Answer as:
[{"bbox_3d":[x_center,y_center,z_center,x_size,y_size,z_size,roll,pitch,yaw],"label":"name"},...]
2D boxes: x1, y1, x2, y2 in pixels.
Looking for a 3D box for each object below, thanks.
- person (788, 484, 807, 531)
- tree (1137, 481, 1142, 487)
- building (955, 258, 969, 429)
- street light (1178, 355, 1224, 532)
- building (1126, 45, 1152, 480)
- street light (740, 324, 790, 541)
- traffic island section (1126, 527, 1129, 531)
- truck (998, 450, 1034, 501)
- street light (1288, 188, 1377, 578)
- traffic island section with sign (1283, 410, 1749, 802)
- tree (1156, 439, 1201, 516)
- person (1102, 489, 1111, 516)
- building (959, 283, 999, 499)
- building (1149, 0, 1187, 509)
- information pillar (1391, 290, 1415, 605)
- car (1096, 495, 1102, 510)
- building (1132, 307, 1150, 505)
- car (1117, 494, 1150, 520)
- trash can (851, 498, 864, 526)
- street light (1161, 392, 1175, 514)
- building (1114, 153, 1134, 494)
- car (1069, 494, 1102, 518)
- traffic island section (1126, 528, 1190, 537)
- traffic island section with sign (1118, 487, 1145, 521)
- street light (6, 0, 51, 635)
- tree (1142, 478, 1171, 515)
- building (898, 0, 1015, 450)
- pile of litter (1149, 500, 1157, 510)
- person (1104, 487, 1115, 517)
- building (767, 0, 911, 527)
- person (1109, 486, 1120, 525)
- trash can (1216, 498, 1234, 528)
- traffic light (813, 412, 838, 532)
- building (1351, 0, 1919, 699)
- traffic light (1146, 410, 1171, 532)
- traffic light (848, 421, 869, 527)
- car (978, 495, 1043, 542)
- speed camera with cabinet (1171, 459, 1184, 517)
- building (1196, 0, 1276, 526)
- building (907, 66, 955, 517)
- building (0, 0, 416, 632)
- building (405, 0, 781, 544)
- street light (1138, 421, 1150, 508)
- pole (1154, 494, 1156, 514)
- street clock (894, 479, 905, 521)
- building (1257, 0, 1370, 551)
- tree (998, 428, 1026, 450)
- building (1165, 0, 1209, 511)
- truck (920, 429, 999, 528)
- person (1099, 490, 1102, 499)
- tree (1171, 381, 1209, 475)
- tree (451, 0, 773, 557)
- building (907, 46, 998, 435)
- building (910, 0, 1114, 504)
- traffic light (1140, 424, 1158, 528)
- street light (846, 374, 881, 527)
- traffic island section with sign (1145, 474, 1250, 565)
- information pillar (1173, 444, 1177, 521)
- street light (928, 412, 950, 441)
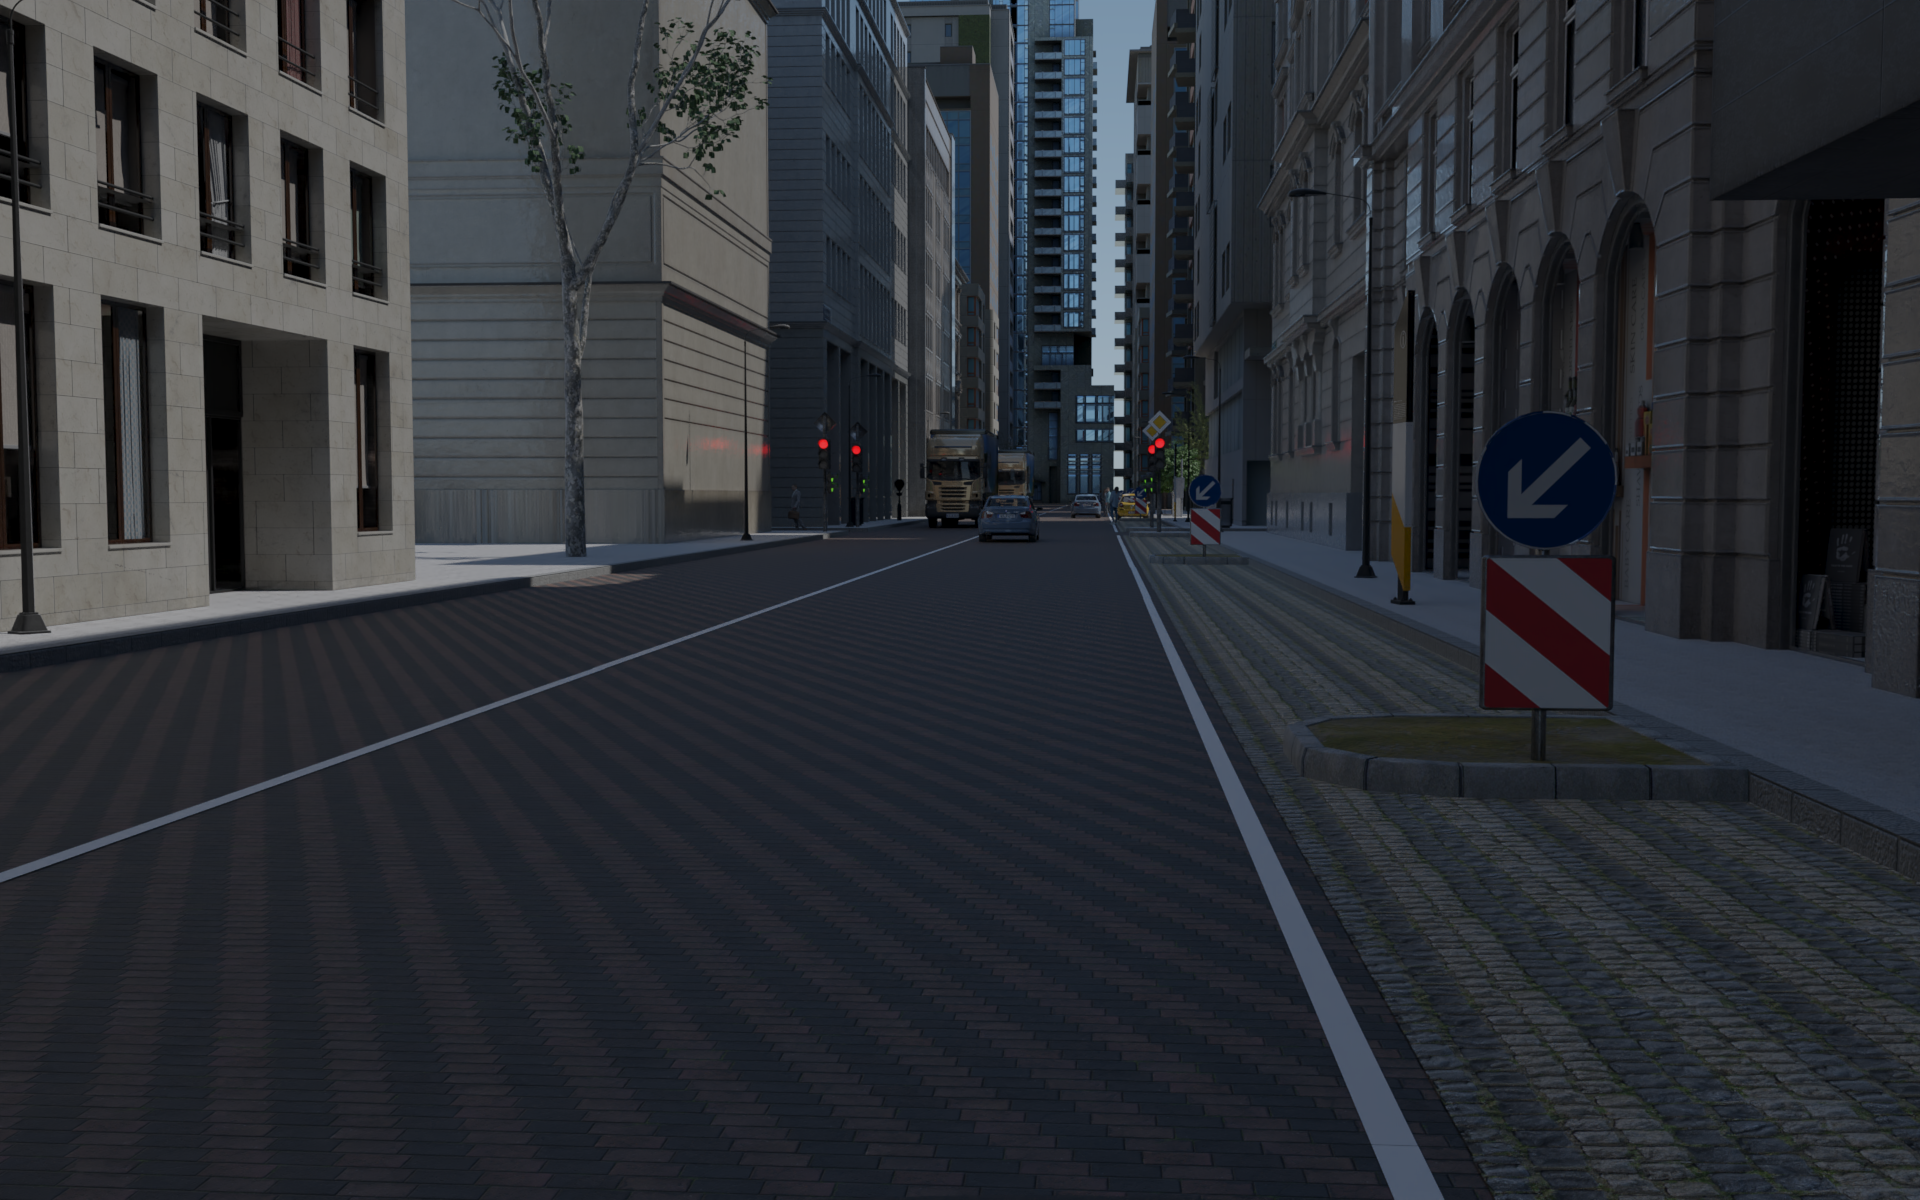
[{"bbox_3d":[-6.117,-3.417,64.490,0.853,1.813,0.709,-2,4,-33],"label":"person"},{"bbox_3d":[15.825,-9.186,144.790,1.663,3.219,1.824,0,3,0],"label":"tree"},{"bbox_3d":[-5.866,-17.793,127.080,11.583,22.565,21.152,0,4,5],"label":"building"},{"bbox_3d":[8.158,-5.233,58.095,1.470,5.913,1.316,0,4,5],"label":"street light"},{"bbox_3d":[33.781,-37.435,201.305,28.713,52.752,27.495,0,4,5],"label":"building"},{"bbox_3d":[-5.357,-4.592,47.617,1.470,5.913,1.316,0,4,5],"label":"street light"},{"bbox_3d":[7.362,-2.692,66.296,2.009,0.180,2.903,0,4,5],"label":"traffic island section"},{"bbox_3d":[3.309,-7.527,111.975,2.839,4.237,11.283,0,4,5],"label":"truck"},{"bbox_3d":[5.688,-3.297,26.448,1.470,5.913,1.316,0,4,5],"label":"street light"},{"bbox_3d":[2.745,-0.025,9.031,1.989,1.847,2.006,0,4,5],"label":"traffic island section with sign"},{"bbox_3d":[12.848,-7.299,103.049,4.285,4.588,4.351,0,3,0],"label":"tree"},{"bbox_3d":[9.603,-6.423,113.785,0.520,1.790,0.573,-1,4,-21],"label":"person"},{"bbox_3d":[-11.120,-19.131,157.837,27.650,21.520,28.899,0,4,5],"label":"building"},{"bbox_3d":[23.845,-30.702,152.082,14.600,45.320,14.200,0,4,5],"label":"building"},{"bbox_3d":[5.158,-1.762,20.166,0.183,3.616,0.504,0,4,-4],"label":"information pillar"},{"bbox_3d":[11.726,-8.613,153.404,1.945,1.354,3.894,0,4,5],"label":"car"},{"bbox_3d":[31.512,-20.106,173.772,27.650,21.520,28.899,0,4,5],"label":"building"},{"bbox_3d":[9.524,-5.233,95.788,2.015,1.641,3.980,0,4,4],"label":"car"},{"bbox_3d":[-4.221,-3.590,70.356,0.748,1.137,0.748,0,3,0],"label":"trash can"},{"bbox_3d":[9.881,-6.507,78.927,1.470,5.913,1.316,0,4,5],"label":"street light"},{"bbox_3d":[36.192,-37.617,234.641,30.456,49.044,23.786,0,4,5],"label":"building"},{"bbox_3d":[7.526,-5.610,103.729,2.014,1.417,4.499,0,4,3],"label":"car"},{"bbox_3d":[6.721,-2.205,58.337,2.009,0.180,2.903,0,4,5],"label":"traffic island section"},{"bbox_3d":[9.350,-5.027,90.815,1.989,1.847,2.006,0,4,5],"label":"traffic island section with sign"},{"bbox_3d":[-8.042,-2.642,15.741,1.470,5.913,1.316,0,4,5],"label":"street light"},{"bbox_3d":[12.634,-6.878,107.062,1.663,3.219,1.824,0,3,0],"label":"tree"},{"bbox_3d":[-7.796,-40.692,207.308,28.212,58.520,21.231,0,4,5],"label":"building"},{"bbox_3d":[15.260,-7.625,138.637,1.176,0.858,1.719,0,4,4],"label":"pile of litter"},{"bbox_3d":[9.198,-6.014,106.690,0.748,1.841,0.638,2,4,26],"label":"person"},{"bbox_3d":[-9.447,-18.585,81.357,11.434,29.767,29.804,0,4,5],"label":"building"},{"bbox_3d":[7.258,-4.438,81.332,0.793,1.790,0.793,1,4,20],"label":"person"},{"bbox_3d":[9.989,-3.292,65.481,0.748,1.137,0.748,0,3,0],"label":"trash can"},{"bbox_3d":[-4.595,-4.293,59.115,0.839,4.253,0.868,0,4,5],"label":"traffic light"},{"bbox_3d":[12.767,-10.973,21.208,13.314,21.916,24.055,0,4,5],"label":"building"},{"bbox_3d":[6.681,-4.239,58.226,0.839,4.253,0.868,0,4,5],"label":"traffic light"},{"bbox_3d":[-3.954,-4.780,67.075,0.839,4.253,0.868,0,4,5],"label":"traffic light"},{"bbox_3d":[1.521,-2.510,53.045,2.014,1.417,4.499,0,4,4],"label":"car"},{"bbox_3d":[12.329,-6.350,98.161,0.660,3.252,2.038,0,4,4],"label":"speed camera with cabinet"},{"bbox_3d":[24.407,-29.890,77.939,27.495,52.752,28.713,0,4,5],"label":"building"},{"bbox_3d":[-7.128,-17.647,106.543,12.078,24.808,19.932,0,4,5],"label":"building"},{"bbox_3d":[-13.947,-9.937,17.225,10.420,20.320,16.860,0,4,5],"label":"building"},{"bbox_3d":[-21.188,-13.389,52.189,30.059,22.955,16.112,0,4,5],"label":"building"},{"bbox_3d":[12.212,-8.399,109.860,1.470,5.913,1.316,0,4,5],"label":"street light"},{"bbox_3d":[12.589,-7.253,112.434,0.158,3.312,0.155,0,3,0],"label":"pole"},{"bbox_3d":[-2.944,-4.857,83.980,0.471,2.002,0.358,-1,4,-20],"label":"street clock"},{"bbox_3d":[15.517,-15.772,45.265,14.401,28.519,23.554,0,4,5],"label":"building"},{"bbox_3d":[5.655,-14.874,193.558,4.360,8.622,3.978,0,3,0],"label":"tree"},{"bbox_3d":[26.301,-28.773,125.058,22.147,44.769,28.867,0,4,5],"label":"building"},{"bbox_3d":[0.126,-5.392,77.066,2.839,4.237,11.283,0,4,5],"label":"truck"},{"bbox_3d":[13.127,-9.381,161.954,0.705,1.814,1.350,2,4,26],"label":"person"},{"bbox_3d":[15.546,-9.758,109.910,4.737,8.622,4.395,0,3,0],"label":"tree"},{"bbox_3d":[-6.612,-10.897,34.063,12.611,20.169,13.585,0,3,0],"label":"tree"},{"bbox_3d":[-3.378,-32.291,178.068,14.600,45.320,14.200,0,4,5],"label":"building"},{"bbox_3d":[5.436,-56.403,234.853,31.000,86.520,22.319,0,4,5],"label":"building"},{"bbox_3d":[7.323,-4.726,66.186,0.839,4.253,0.868,0,4,5],"label":"traffic light"},{"bbox_3d":[-3.739,-5.776,66.982,1.470,5.913,1.316,0,4,5],"label":"street light"},{"bbox_3d":[4.926,-1.668,35.898,1.989,1.847,2.006,0,4,5],"label":"traffic island section with sign"},{"bbox_3d":[10.086,-5.494,81.173,0.183,3.616,0.504,0,4,4],"label":"information pillar"},{"bbox_3d":[-1.270,-7.681,98.127,1.470,5.913,1.316,0,4,5],"label":"street light"}]
